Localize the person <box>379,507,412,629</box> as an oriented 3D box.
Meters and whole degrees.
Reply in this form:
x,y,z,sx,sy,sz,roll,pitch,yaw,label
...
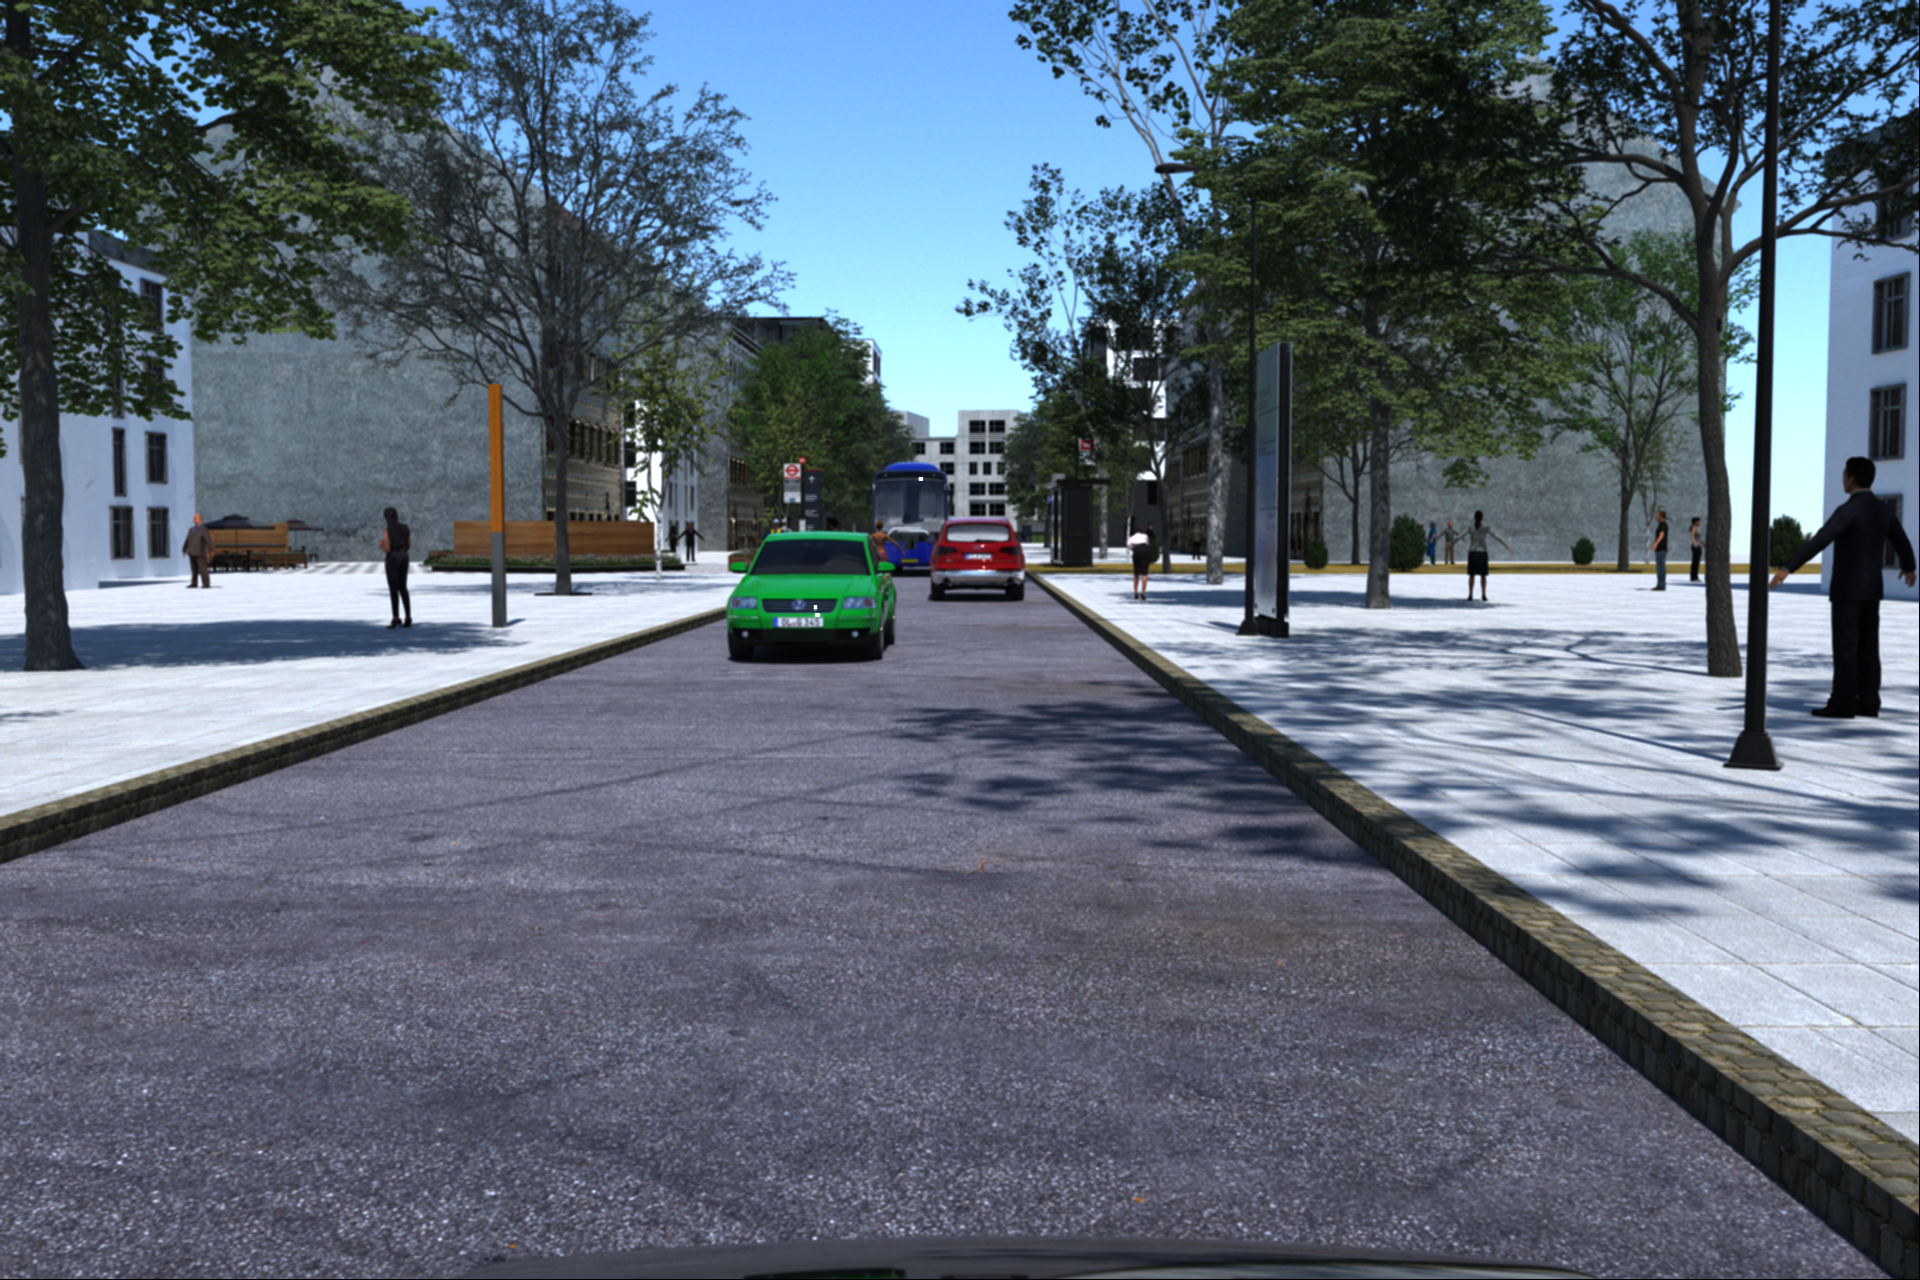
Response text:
x,y,z,sx,sy,sz,roll,pitch,yaw,label
-7.702,-0.985,23.620,0.415,1.643,0.593,-1,4,-9,person

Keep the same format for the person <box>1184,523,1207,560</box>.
x,y,z,sx,sy,sz,roll,pitch,yaw,label
11.808,-4.911,86.427,1.348,1.813,0.705,1,4,18,person

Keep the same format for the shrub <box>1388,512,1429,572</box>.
x,y,z,sx,sy,sz,roll,pitch,yaw,label
14.985,-3.310,58.535,1.690,2.028,1.600,0,3,0,shrub

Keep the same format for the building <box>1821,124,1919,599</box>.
x,y,z,sx,sy,sz,roll,pitch,yaw,label
23.316,-5.014,24.127,9.099,9.664,28.070,0,4,1,building

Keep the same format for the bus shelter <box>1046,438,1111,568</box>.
x,y,z,sx,sy,sz,roll,pitch,yaw,label
4.646,-5.648,69.968,2.179,5.291,8.768,0,4,-1,bus shelter

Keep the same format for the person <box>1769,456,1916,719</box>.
x,y,z,sx,sy,sz,roll,pitch,yaw,label
6.261,-0.373,12.147,1.345,1.823,0.704,-1,4,-22,person

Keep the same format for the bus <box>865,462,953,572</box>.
x,y,z,sx,sy,sz,roll,pitch,yaw,label
-1.650,-4.366,62.928,2.896,3.916,12.251,0,4,0,bus

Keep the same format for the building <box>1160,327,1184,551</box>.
x,y,z,sx,sy,sz,roll,pitch,yaw,label
25.913,-18.393,131.650,19.493,23.208,18.063,0,4,0,building

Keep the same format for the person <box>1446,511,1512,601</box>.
x,y,z,sx,sy,sz,roll,pitch,yaw,label
9.963,-1.619,33.294,1.217,1.735,0.721,1,4,19,person

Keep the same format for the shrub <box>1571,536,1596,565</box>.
x,y,z,sx,sy,sz,roll,pitch,yaw,label
25.547,-3.661,70.978,1.383,1.207,1.383,0,3,0,shrub

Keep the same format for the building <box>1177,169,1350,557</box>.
x,y,z,sx,sy,sz,roll,pitch,yaw,label
23.989,-16.868,106.727,19.493,23.208,18.063,0,4,1,building

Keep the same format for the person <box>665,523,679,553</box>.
x,y,z,sx,sy,sz,roll,pitch,yaw,label
-14.507,-4.994,87.427,0.705,1.856,1.354,-2,4,-34,person

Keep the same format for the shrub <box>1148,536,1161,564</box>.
x,y,z,sx,sy,sz,roll,pitch,yaw,label
8.126,-3.860,74.222,1.383,1.207,1.383,0,3,0,shrub

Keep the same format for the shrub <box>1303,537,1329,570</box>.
x,y,z,sx,sy,sz,roll,pitch,yaw,label
12.888,-3.151,62.639,1.383,1.207,1.383,0,3,0,shrub

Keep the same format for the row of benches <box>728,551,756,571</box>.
x,y,z,sx,sy,sz,roll,pitch,yaw,label
-7.711,-2.808,61.370,1.422,0.672,4.104,0,4,-2,row of benches

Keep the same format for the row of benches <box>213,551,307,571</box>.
x,y,z,sx,sy,sz,roll,pitch,yaw,label
-25.004,-2.856,62.162,1.422,0.672,4.104,1,4,21,row of benches

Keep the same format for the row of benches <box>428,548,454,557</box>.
x,y,z,sx,sy,sz,roll,pitch,yaw,label
-21.125,-3.647,75.095,1.422,0.672,4.104,3,4,38,row of benches

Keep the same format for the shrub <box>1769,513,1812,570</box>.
x,y,z,sx,sy,sz,roll,pitch,yaw,label
29.148,-3.471,61.172,1.690,2.028,1.600,0,3,0,shrub

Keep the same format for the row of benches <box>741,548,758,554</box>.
x,y,z,sx,sy,sz,roll,pitch,yaw,label
-7.813,-3.551,73.529,1.422,0.672,4.104,-3,5,-44,row of benches

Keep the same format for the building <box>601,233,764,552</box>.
x,y,z,sx,sy,sz,roll,pitch,yaw,label
-25.901,-18.599,135.016,19.493,23.208,18.063,0,4,1,building

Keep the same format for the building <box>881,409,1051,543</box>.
x,y,z,sx,sy,sz,roll,pitch,yaw,label
1.139,-23.493,253.026,31.486,18.905,16.747,1,4,10,building

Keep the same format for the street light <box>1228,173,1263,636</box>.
x,y,z,sx,sy,sz,roll,pitch,yaw,label
4.215,-3.013,21.807,1.470,5.913,1.316,0,4,0,street light

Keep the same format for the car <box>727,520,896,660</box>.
x,y,z,sx,sy,sz,roll,pitch,yaw,label
-1.742,-0.756,21.156,1.959,1.807,4.718,0,4,0,car

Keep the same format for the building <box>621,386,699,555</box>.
x,y,z,sx,sy,sz,roll,pitch,yaw,label
-21.426,-10.399,112.173,9.099,9.664,28.070,0,4,0,building

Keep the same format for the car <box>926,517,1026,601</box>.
x,y,z,sx,sy,sz,roll,pitch,yaw,label
0.366,-1.845,38.840,2.281,1.827,5.304,0,4,0,car

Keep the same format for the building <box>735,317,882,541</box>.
x,y,z,sx,sy,sz,roll,pitch,yaw,label
-23.071,-20.530,179.632,27.936,21.610,32.646,0,4,1,building

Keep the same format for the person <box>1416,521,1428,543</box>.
x,y,z,sx,sy,sz,roll,pitch,yaw,label
20.571,-4.386,77.475,0.705,1.858,1.354,2,4,35,person

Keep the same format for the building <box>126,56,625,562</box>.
x,y,z,sx,sy,sz,roll,pitch,yaw,label
-27.984,-15.644,86.710,19.493,23.208,18.063,0,4,0,building

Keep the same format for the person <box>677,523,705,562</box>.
x,y,z,sx,sy,sz,roll,pitch,yaw,label
-12.531,-4.546,80.558,1.346,1.802,0.704,-1,4,-19,person

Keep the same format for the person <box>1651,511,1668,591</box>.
x,y,z,sx,sy,sz,roll,pitch,yaw,label
15.900,-2.027,39.357,0.705,1.803,1.348,2,4,27,person

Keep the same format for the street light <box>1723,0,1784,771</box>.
x,y,z,sx,sy,sz,roll,pitch,yaw,label
4.922,-2.252,9.363,1.470,5.913,1.316,0,4,1,street light

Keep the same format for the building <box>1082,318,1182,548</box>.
x,y,z,sx,sy,sz,roll,pitch,yaw,label
26.413,-20.554,180.035,27.936,21.610,32.646,0,4,1,building

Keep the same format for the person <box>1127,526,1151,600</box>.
x,y,z,sx,sy,sz,roll,pitch,yaw,label
3.534,-1.509,33.908,0.628,1.438,0.799,-2,4,-31,person

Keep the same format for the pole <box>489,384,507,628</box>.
x,y,z,sx,sy,sz,roll,pitch,yaw,label
-6.325,-1.826,23.694,0.158,3.312,0.155,0,3,0,pole

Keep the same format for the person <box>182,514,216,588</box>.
x,y,z,sx,sy,sz,roll,pitch,yaw,label
-18.103,-2.112,41.123,0.990,1.755,0.434,2,4,26,person

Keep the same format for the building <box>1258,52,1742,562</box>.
x,y,z,sx,sy,sz,roll,pitch,yaw,label
26.046,-15.753,88.486,19.493,23.208,18.063,0,4,1,building

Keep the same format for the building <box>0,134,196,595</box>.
x,y,z,sx,sy,sz,roll,pitch,yaw,label
-24.555,-6.000,40.254,9.099,9.664,28.070,0,4,0,building

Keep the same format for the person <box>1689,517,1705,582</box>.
x,y,z,sx,sy,sz,roll,pitch,yaw,label
19.845,-2.428,46.507,0.721,1.737,1.217,2,4,33,person
